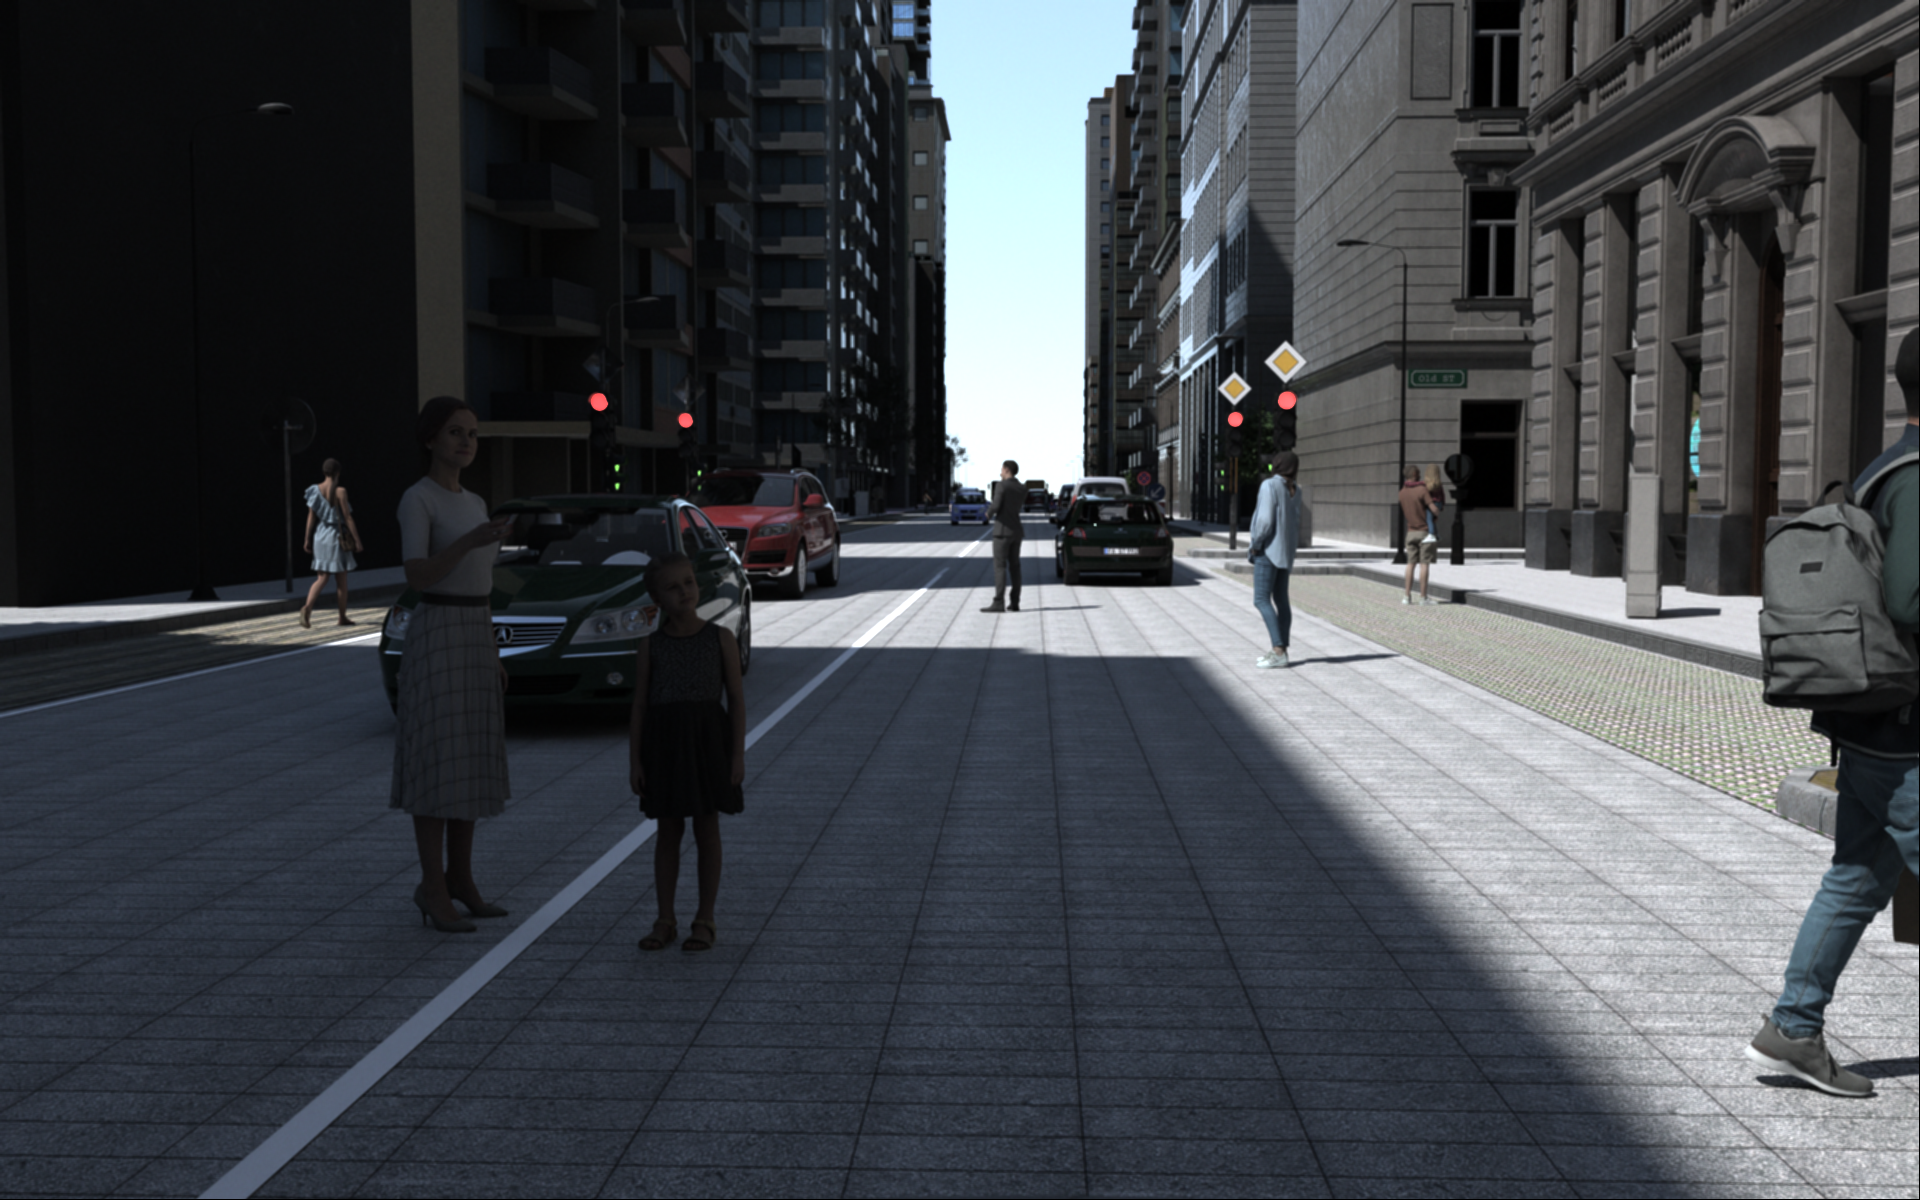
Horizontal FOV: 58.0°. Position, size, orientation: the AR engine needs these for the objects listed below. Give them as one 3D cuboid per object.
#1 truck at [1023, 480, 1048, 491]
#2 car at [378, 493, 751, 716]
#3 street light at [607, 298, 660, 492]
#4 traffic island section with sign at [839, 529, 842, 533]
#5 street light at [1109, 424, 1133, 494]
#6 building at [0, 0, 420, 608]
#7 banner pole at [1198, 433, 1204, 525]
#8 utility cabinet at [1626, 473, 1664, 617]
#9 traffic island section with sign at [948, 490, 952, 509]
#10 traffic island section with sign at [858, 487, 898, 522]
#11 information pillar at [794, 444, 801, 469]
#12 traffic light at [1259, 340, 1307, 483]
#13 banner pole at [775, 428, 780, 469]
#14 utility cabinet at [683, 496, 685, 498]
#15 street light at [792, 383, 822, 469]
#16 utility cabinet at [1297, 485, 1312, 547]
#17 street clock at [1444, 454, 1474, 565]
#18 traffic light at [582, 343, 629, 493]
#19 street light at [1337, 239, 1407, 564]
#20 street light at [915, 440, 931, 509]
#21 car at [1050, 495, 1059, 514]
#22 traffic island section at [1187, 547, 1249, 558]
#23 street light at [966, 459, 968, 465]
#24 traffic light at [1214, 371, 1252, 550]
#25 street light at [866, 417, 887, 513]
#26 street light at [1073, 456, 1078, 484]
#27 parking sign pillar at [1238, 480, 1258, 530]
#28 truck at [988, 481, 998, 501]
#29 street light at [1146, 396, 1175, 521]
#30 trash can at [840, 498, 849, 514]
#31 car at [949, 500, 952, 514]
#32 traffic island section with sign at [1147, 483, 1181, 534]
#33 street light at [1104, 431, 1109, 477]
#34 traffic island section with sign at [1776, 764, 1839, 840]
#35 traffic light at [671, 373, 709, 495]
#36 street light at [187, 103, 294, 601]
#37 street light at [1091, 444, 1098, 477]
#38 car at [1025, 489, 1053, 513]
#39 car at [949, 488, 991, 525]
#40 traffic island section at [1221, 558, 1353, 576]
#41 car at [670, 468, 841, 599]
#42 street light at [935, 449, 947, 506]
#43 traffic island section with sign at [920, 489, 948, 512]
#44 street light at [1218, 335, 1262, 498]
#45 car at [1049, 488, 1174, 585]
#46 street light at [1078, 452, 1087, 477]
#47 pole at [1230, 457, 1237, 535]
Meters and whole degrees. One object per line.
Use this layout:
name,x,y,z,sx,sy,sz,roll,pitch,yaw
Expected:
truck,10.215,-14.647,235.401,3.469,3.379,9.791,0,4,3
car,-2.609,-0.033,12.341,2.131,1.459,4.920,0,4,1
street light,-7.779,-4.194,41.107,1.470,5.913,1.316,0,4,2
traffic island section with sign,-5.372,-3.342,63.276,1.989,1.847,2.006,0,4,2
street light,10.795,-8.657,114.084,1.470,5.913,1.316,0,4,2
building,-18.037,-11.963,25.271,15.834,23.373,12.332,0,4,2
banner pole,9.918,-4.973,71.330,0.401,3.779,0.863,-1,4,-9
utility cabinet,7.242,-0.586,18.267,0.318,1.500,1.173,2,4,24
traffic island section with sign,-1.058,-9.676,166.833,1.989,1.847,2.006,0,4,2
traffic island section with sign,-4.249,-4.990,90.208,1.989,1.847,2.006,0,4,2
information pillar,-7.368,-5.296,77.942,0.504,3.616,0.183,2,4,32
traffic light,5.928,-2.621,31.771,0.839,4.253,0.868,0,4,2
banner pole,-6.937,-4.648,66.016,0.401,3.779,0.863,1,4,8
utility cabinet,-7.660,-2.300,48.768,0.306,1.237,1.020,1,4,16
street light,-6.458,-6.126,72.698,1.470,5.913,1.316,0,4,2
utility cabinet,8.070,-2.014,41.604,0.318,1.500,1.173,-1,4,-15
street clock,9.029,-1.640,31.386,0.471,2.002,0.358,3,4,36
traffic light,-6.624,-2.652,32.276,0.839,4.253,0.868,0,4,2
street light,7.563,-3.618,31.690,1.470,5.913,1.316,0,4,2
street light,-3.197,-10.789,148.940,1.470,5.913,1.316,0,4,2
car,7.435,-6.991,126.876,1.945,1.354,3.894,0,4,4
traffic island section,6.300,-1.075,39.861,2.009,0.180,2.903,0,4,2
street light,0.279,-15.820,231.203,1.470,5.913,1.316,0,4,2
traffic light,6.260,-3.109,39.749,0.839,4.253,0.868,0,4,2
street light,-5.093,-8.060,104.324,1.470,5.913,1.316,0,4,2
street light,14.848,-14.580,210.923,1.470,5.913,1.316,0,4,2
parking sign pillar,10.826,-4.544,62.765,1.447,3.967,1.447,-2,4,-27
truck,5.945,-15.794,254.149,3.469,3.379,9.791,0,4,3
street light,9.538,-6.727,82.534,1.470,5.913,1.316,0,4,2
trash can,-7.569,-6.215,113.262,0.748,1.137,0.748,0,3,0
car,0.237,-6.899,125.164,2.083,1.381,4.827,0,4,2
traffic island section with sign,6.928,-3.300,62.582,1.989,1.847,2.006,0,4,2
street light,11.336,-9.500,127.866,1.470,5.913,1.316,0,4,2
traffic island section with sign,4.619,0.087,7.212,1.989,1.847,2.006,0,4,2
traffic light,-6.291,-3.140,40.254,0.839,4.253,0.868,0,4,2
street light,-8.627,-2.951,20.784,1.470,5.913,1.316,0,4,2
street light,12.818,-11.454,159.820,1.470,5.913,1.316,0,4,2
car,6.113,-7.739,135.208,2.281,1.827,5.304,0,4,4
car,0.482,-4.323,80.267,1.945,1.707,3.694,0,4,3
traffic island section,5.967,-0.587,31.883,2.009,0.180,2.903,0,4,2
car,-3.029,-1.025,25.426,2.281,1.827,5.304,0,4,4
street light,-2.004,-12.712,180.382,1.470,5.913,1.316,0,4,2
traffic island section with sign,-2.203,-7.993,139.316,1.989,1.847,2.006,0,4,2
street light,8.232,-4.780,50.701,1.470,5.913,1.316,0,4,2
car,2.496,-1.148,28.563,2.009,1.686,4.222,0,4,1
street light,14.111,-13.377,191.257,1.470,5.913,1.316,0,4,2
pole,8.556,-3.686,54.113,0.158,3.312,0.155,0,3,0
